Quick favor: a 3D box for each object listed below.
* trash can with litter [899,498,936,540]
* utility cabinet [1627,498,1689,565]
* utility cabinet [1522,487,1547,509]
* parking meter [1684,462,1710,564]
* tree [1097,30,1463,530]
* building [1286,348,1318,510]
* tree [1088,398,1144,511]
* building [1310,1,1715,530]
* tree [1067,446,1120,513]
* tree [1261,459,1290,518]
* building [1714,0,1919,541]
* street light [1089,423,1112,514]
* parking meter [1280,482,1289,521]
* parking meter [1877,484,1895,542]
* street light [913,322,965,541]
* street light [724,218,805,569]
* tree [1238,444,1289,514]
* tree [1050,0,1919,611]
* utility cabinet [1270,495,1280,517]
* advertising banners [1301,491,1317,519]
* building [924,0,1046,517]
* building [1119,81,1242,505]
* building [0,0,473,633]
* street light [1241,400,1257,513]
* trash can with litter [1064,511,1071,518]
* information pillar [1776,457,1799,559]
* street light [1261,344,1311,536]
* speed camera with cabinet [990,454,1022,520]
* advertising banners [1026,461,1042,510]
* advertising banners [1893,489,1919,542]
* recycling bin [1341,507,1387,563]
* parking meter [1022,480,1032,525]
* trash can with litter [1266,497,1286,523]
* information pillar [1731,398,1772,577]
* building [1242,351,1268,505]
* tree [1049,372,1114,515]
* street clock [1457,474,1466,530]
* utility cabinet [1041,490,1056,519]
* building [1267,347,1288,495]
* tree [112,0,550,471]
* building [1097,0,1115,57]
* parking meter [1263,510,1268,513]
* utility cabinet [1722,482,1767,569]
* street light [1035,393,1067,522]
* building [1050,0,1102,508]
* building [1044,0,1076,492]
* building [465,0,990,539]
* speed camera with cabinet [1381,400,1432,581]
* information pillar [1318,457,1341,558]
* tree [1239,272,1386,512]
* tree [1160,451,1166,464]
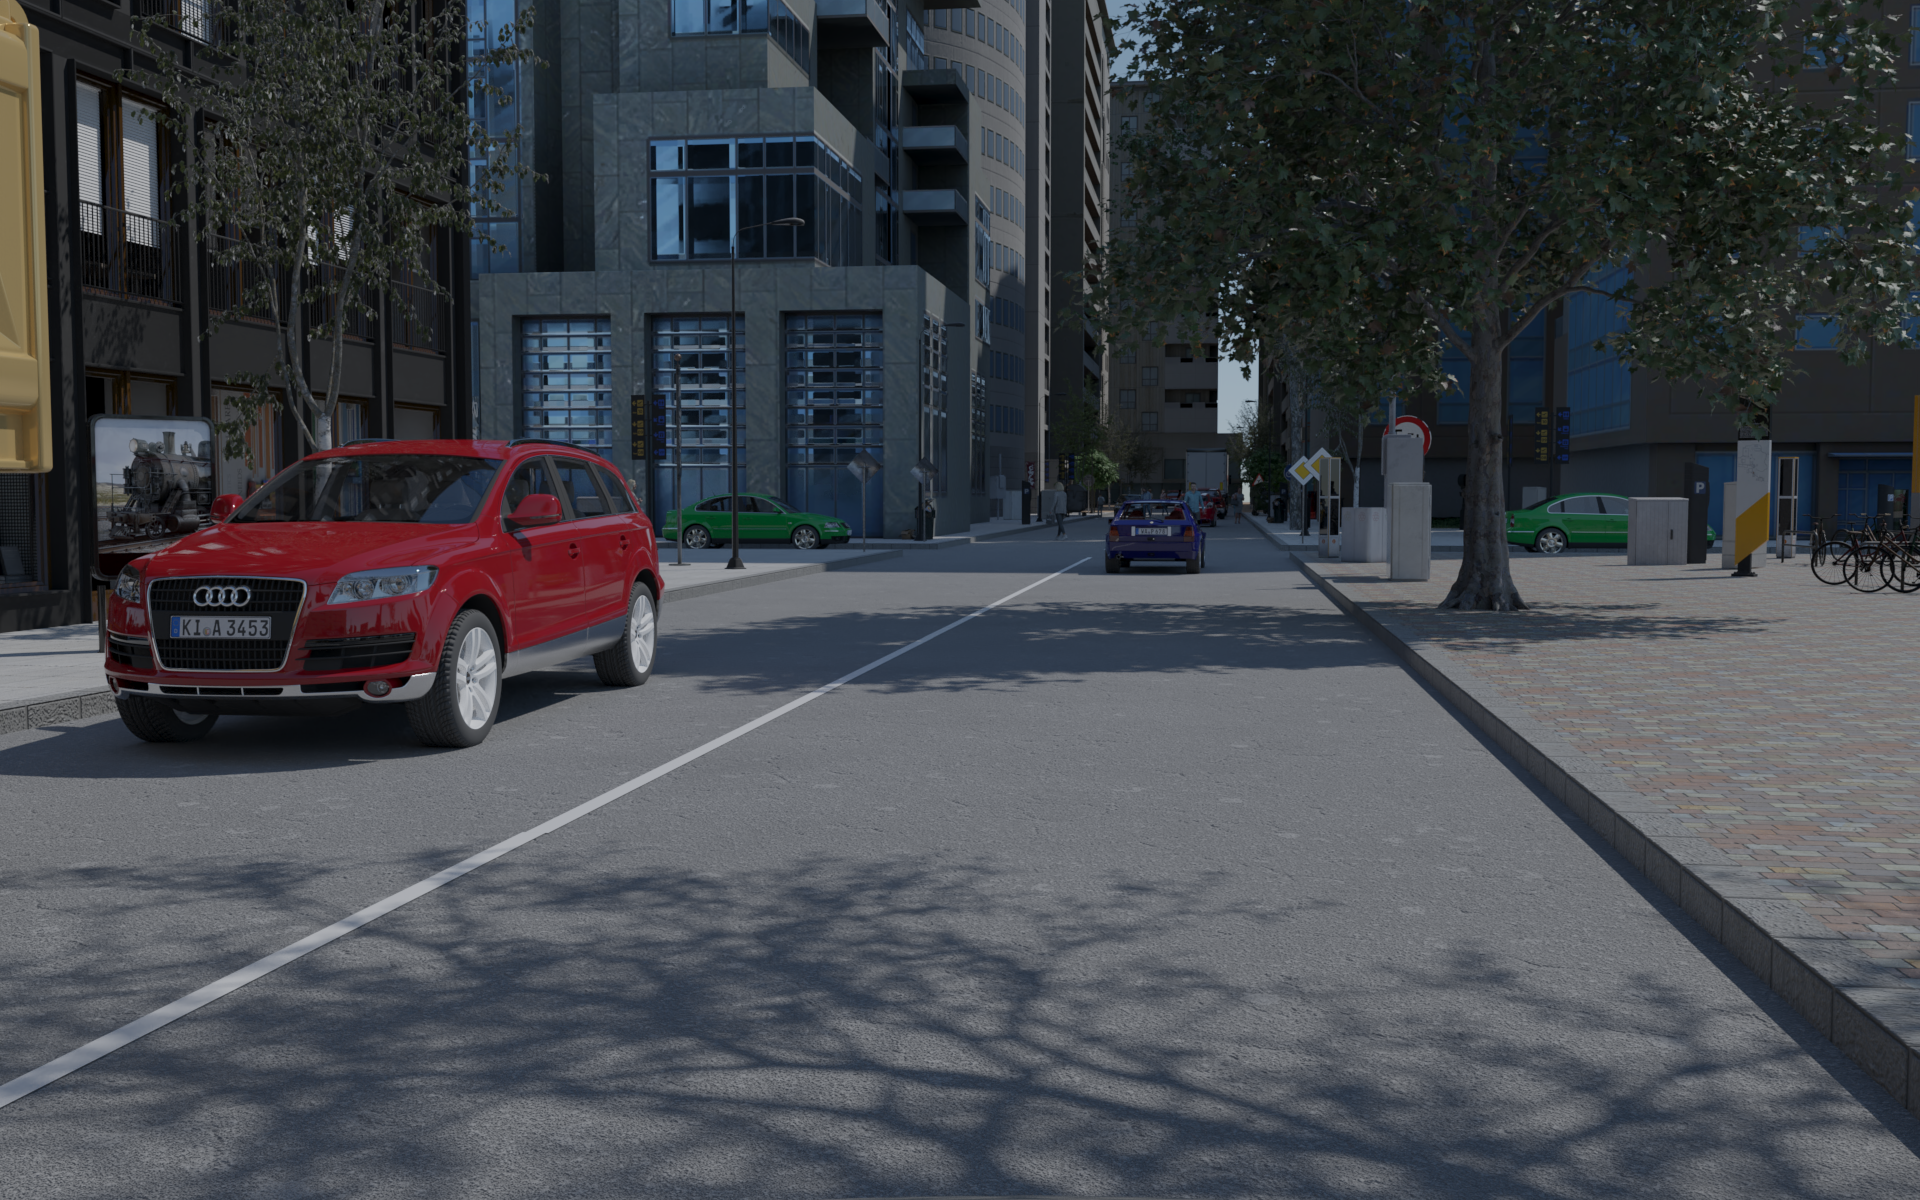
[{"bbox_3d":[-1.217,-2.276,48.592,1.055,1.170,0.624,1,4,20],"label":"trash can with litter"},{"bbox_3d":[12.639,-1.236,31.365,1.020,1.237,0.306,-1,4,-9],"label":"utility cabinet"},{"bbox_3d":[17.597,-2.714,53.052,0.318,1.500,1.173,0,4,-3],"label":"utility cabinet"},{"bbox_3d":[13.574,-1.604,31.939,0.399,1.863,0.255,-1,4,-9],"label":"parking meter"},{"bbox_3d":[10.980,-12.496,60.204,12.611,20.169,13.585,0,3,0],"label":"tree"},{"bbox_3d":[39.451,-17.535,131.739,27.650,21.520,28.899,1,4,8],"label":"building"},{"bbox_3d":[11.515,-11.147,132.613,4.360,8.622,3.978,0,3,0],"label":"tree"},{"bbox_3d":[22.241,-25.820,72.275,14.600,45.320,14.200,1,4,8],"label":"building"},{"bbox_3d":[9.143,-8.378,120.693,4.285,4.588,4.351,0,3,0],"label":"tree"},{"bbox_3d":[17.568,-6.139,94.970,1.663,3.219,1.824,0,3,0],"label":"tree"},{"bbox_3d":[26.919,-24.596,52.261,14.200,45.320,14.600,1,4,8],"label":"building"},{"bbox_3d":[9.130,-8.562,112.532,1.470,5.913,1.316,1,4,8],"label":"street light"},{"bbox_3d":[15.249,-4.635,81.496,0.399,1.863,0.255,1,4,18],"label":"parking meter"},{"bbox_3d":[23.477,-2.173,43.946,0.372,1.533,0.369,0,3,0],"label":"parking meter"},{"bbox_3d":[-0.552,-4.557,47.045,1.470,5.913,1.316,1,4,8],"label":"street light"},{"bbox_3d":[-3.309,-3.476,29.375,1.470,5.913,1.316,1,4,8],"label":"street light"},{"bbox_3d":[19.591,-7.766,110.694,4.285,4.588,4.351,0,3,0],"label":"tree"},{"bbox_3d":[5.782,-6.247,19.147,9.611,12.733,9.660,0,3,0],"label":"tree"},{"bbox_3d":[16.671,-4.927,91.723,0.306,1.237,1.020,2,4,26],"label":"utility cabinet"},{"bbox_3d":[17.778,-5.583,87.462,2.074,3.025,0.090,2,4,33],"label":"advertising banners"},{"bbox_3d":[-6.805,-34.236,101.764,21.231,58.520,28.212,1,4,8],"label":"building"},{"bbox_3d":[22.151,-38.623,220.719,27.495,52.752,28.713,1,4,8],"label":"building"},{"bbox_3d":[-14.468,-11.530,18.198,12.332,23.373,15.834,1,4,8],"label":"building"},{"bbox_3d":[14.771,-6.918,85.655,1.470,5.913,1.316,1,4,8],"label":"street light"},{"bbox_3d":[4.954,-4.723,88.604,1.055,1.170,0.624,3,4,37],"label":"trash can with litter"},{"bbox_3d":[16.487,-1.837,34.520,0.304,2.012,0.304,3,5,39],"label":"information pillar"},{"bbox_3d":[10.041,-4.922,53.011,1.470,5.913,1.316,1,4,8],"label":"street light"},{"bbox_3d":[2.293,-5.597,85.852,0.660,3.252,2.038,3,5,42],"label":"speed camera with cabinet"},{"bbox_3d":[4.510,-5.852,91.860,2.074,3.025,0.090,0,4,-1],"label":"advertising banners"},{"bbox_3d":[24.704,-2.933,44.138,0.090,3.025,2.074,-3,4,-39],"label":"advertising banners"},{"bbox_3d":[7.685,-1.229,32.642,0.722,1.027,0.722,-2,4,-34],"label":"recycling bin"},{"bbox_3d":[2.802,-4.109,72.888,0.399,1.863,0.255,0,4,-3],"label":"parking meter"},{"bbox_3d":[13.791,-3.941,75.828,0.624,1.170,1.055,-2,4,-26],"label":"trash can with litter"},{"bbox_3d":[12.269,-2.167,26.792,0.504,3.616,0.183,3,5,43],"label":"information pillar"},{"bbox_3d":[49.394,-34.126,212.576,28.867,44.769,22.147,1,4,8],"label":"building"},{"bbox_3d":[7.204,-9.400,104.058,4.737,8.622,4.395,0,3,0],"label":"tree"},{"bbox_3d":[17.967,-3.499,61.786,0.471,2.002,0.358,-3,4,-39],"label":"street clock"},{"bbox_3d":[4.543,-4.772,86.706,0.318,1.500,1.173,-2,4,-35],"label":"utility cabinet"},{"bbox_3d":[42.868,-33.906,178.063,21.300,48.544,21.600,1,4,8],"label":"building"},{"bbox_3d":[-6.179,-4.069,16.891,4.360,8.622,3.978,0,3,0],"label":"tree"},{"bbox_3d":[1.752,-36.192,180.983,27.495,52.752,28.713,1,4,8],"label":"building"},{"bbox_3d":[20.531,-6.593,116.203,0.372,1.533,0.369,0,3,0],"label":"parking meter"},{"bbox_3d":[13.501,-1.292,29.802,1.173,1.500,0.318,-3,5,-44],"label":"utility cabinet"},{"bbox_3d":[4.199,-6.553,79.686,1.470,5.913,1.316,1,4,8],"label":"street light"},{"bbox_3d":[1.090,-32.376,153.046,21.300,48.544,21.600,1,4,8],"label":"building"},{"bbox_3d":[-1.497,-42.397,131.442,20.563,71.187,20.611,1,4,8],"label":"building"},{"bbox_3d":[-9.956,-45.918,63.429,22.319,86.520,31.000,1,4,8],"label":"building"},{"bbox_3d":[6.791,-1.956,26.309,0.660,3.252,2.038,1,4,10],"label":"speed camera with cabinet"},{"bbox_3d":[7.410,-1.850,34.742,0.304,2.012,0.304,-2,4,-30],"label":"information pillar"},{"bbox_3d":[10.765,-5.962,47.849,4.360,8.622,3.978,0,3,0],"label":"tree"},{"bbox_3d":[20.626,-14.914,194.213,4.360,8.622,3.978,0,3,0],"label":"tree"}]
